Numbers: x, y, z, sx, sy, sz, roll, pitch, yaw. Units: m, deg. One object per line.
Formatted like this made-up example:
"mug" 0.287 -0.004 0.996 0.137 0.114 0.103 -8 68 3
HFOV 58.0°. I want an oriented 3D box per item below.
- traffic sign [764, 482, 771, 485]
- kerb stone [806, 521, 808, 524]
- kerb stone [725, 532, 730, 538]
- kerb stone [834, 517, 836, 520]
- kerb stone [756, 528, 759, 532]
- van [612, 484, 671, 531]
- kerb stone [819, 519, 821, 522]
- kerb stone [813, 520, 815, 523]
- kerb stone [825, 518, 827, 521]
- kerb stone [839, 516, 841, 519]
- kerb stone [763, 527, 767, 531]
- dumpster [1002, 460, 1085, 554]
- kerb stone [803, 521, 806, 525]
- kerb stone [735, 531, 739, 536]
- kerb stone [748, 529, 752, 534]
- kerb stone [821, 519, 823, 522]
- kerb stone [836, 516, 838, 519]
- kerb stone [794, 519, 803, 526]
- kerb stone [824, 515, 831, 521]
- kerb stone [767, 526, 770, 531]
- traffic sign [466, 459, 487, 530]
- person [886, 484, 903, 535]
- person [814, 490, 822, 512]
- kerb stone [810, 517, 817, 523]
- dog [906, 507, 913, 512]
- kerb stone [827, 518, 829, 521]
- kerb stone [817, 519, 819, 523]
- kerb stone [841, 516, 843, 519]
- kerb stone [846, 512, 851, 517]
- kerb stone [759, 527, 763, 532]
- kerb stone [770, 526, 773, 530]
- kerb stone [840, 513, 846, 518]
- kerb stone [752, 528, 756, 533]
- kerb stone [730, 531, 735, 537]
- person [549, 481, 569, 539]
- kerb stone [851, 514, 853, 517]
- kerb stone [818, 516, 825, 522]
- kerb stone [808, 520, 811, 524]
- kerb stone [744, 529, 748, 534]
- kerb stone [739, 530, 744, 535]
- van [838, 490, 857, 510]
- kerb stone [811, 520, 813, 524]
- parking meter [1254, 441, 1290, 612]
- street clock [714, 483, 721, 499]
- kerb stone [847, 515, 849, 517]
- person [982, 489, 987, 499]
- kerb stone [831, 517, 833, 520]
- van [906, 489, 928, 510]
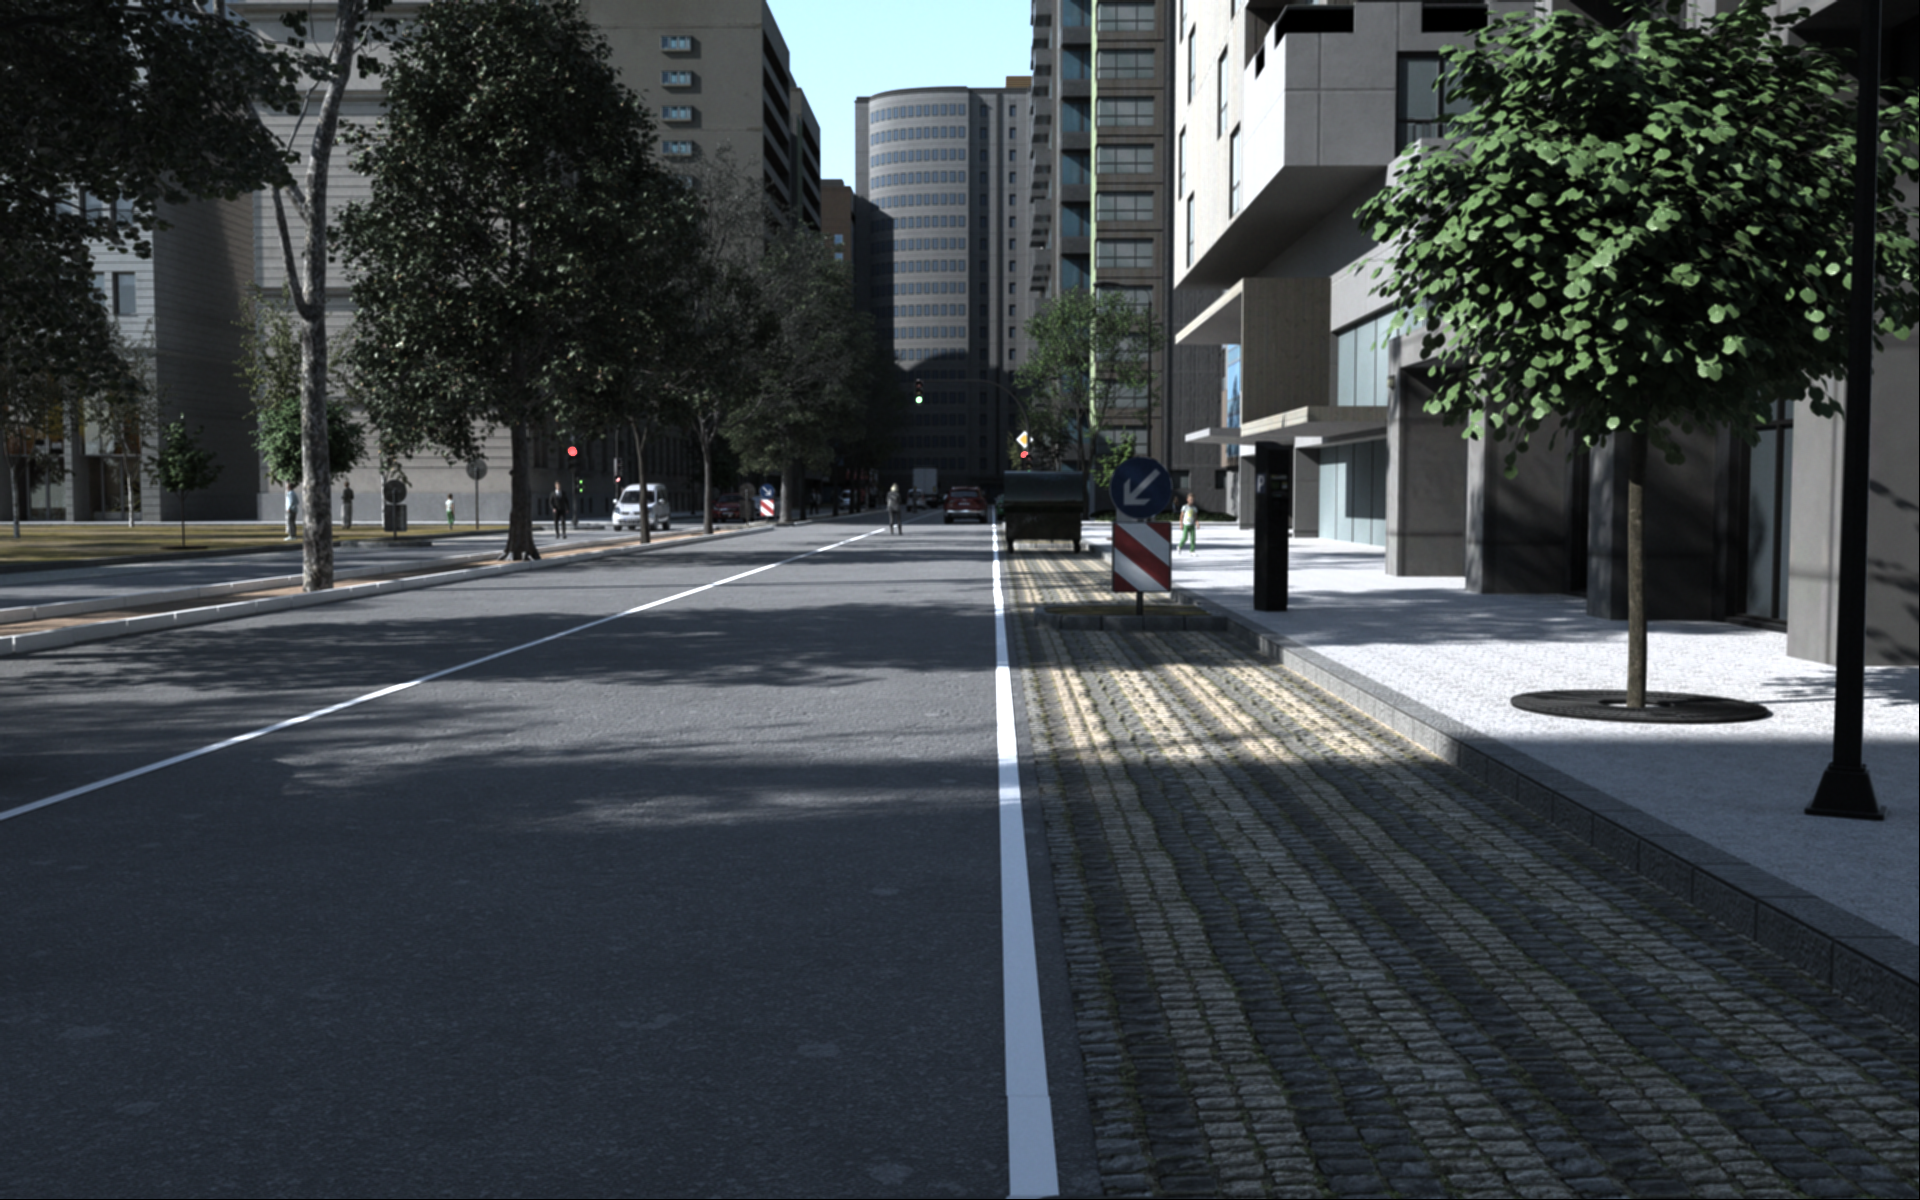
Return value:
"traffic sign" -15.815 -8.582 142.441 0.606 2.300 0.079 0 4 2
"kerb stone" -7.341 -3.605 81.203 0.120 0.150 1.000 0 4 1
"kerb stone" -7.793 -2.133 57.102 0.120 0.150 1.000 0 4 1
"kerb stone" -7.078 -4.486 95.544 0.120 0.150 1.000 0 4 1
"kerb stone" -7.667 -2.573 64.273 0.120 0.150 1.000 0 4 1
"van" -12.541 -3.749 68.312 2.013 2.044 4.112 0 4 1
"kerb stone" -7.232 -3.984 87.361 0.120 0.150 1.000 0 4 1
"kerb stone" -7.290 -3.797 84.282 0.120 0.150 1.000 0 4 1
"kerb stone" -7.170 -4.169 90.433 0.120 0.150 1.000 0 4 1
"kerb stone" -7.015 -4.674 98.622 0.120 0.150 1.000 0 4 1
"kerb stone" -7.627 -2.699 66.320 0.120 0.150 1.000 0 4 1
"dumpster" 2.016 -2.257 41.849 1.985 2.255 1.502 0 4 3
"kerb stone" -7.366 -3.546 80.175 0.120 0.150 1.000 0 4 1
"kerb stone" -7.757 -2.255 59.151 0.120 0.150 1.000 0 4 1
"kerb stone" -7.701 -2.448 62.215 0.120 0.150 1.000 0 4 1
"kerb stone" -7.211 -4.046 88.383 0.120 0.150 1.000 0 4 1
"kerb stone" -7.067 -4.541 96.567 0.120 0.150 1.000 0 4 1
"kerb stone" -7.386 -3.482 79.144 0.120 0.150 1.000 0 4 1
"kerb stone" -7.135 -4.297 92.477 0.120 0.150 1.000 0 4 1
"kerb stone" -7.606 -2.760 67.343 0.120 0.150 1.000 0 4 1
"traffic sign" -17.341 -3.795 62.155 0.768 2.556 0.104 0 4 5
"person" -2.309 -3.185 60.753 0.537 1.800 0.526 1 4 20
"person" -11.690 -8.139 142.322 0.760 1.731 0.466 2 4 31
"kerb stone" -7.279 -3.860 85.307 0.120 0.150 1.000 0 4 1
"dog" -4.068 -7.311 139.726 0.550 0.427 0.748 -1 4 -21
"kerb stone" -7.155 -4.234 91.455 0.120 0.150 1.000 0 4 1
"kerb stone" -7.245 -3.921 86.335 0.120 0.150 1.000 0 4 1
"kerb stone" -7.001 -4.731 99.645 0.120 0.150 1.000 0 4 1
"kerb stone" -6.885 -5.113 105.785 0.120 0.150 1.000 0 4 1
"kerb stone" -7.643 -2.636 65.295 0.120 0.150 1.000 0 4 1
"kerb stone" -7.587 -2.816 68.365 0.120 0.150 1.000 0 4 1
"kerb stone" -6.964 -4.862 101.689 0.120 0.150 1.000 0 4 1
"kerb stone" -7.678 -2.505 63.243 0.120 0.150 1.000 0 4 1
"kerb stone" -7.784 -2.196 58.129 0.120 0.150 1.000 0 4 1
"person" -12.844 -2.896 55.626 0.659 1.850 0.755 -1 4 -20
"kerb stone" -6.865 -5.175 106.816 0.120 0.150 1.000 0 4 1
"kerb stone" -7.198 -4.111 89.409 0.120 0.150 1.000 0 4 1
"kerb stone" -7.324 -3.671 82.232 0.120 0.150 1.000 0 4 1
"kerb stone" -7.721 -2.385 61.194 0.120 0.150 1.000 0 4 1
"kerb stone" -7.740 -2.318 60.172 0.120 0.150 1.000 0 4 1
"van" -10.294 -9.414 160.923 2.013 2.044 4.112 0 4 0
"kerb stone" -7.312 -3.735 83.254 0.120 0.150 1.000 0 4 1
"parking meter" 3.423 -0.814 19.024 0.255 1.863 0.399 -1 4 -16
"street clock" -16.336 -6.852 116.600 0.471 2.002 0.358 -1 4 -16
"kerb stone" -6.926 -4.986 103.739 0.120 0.150 1.000 0 4 1
"person" 2.006 -8.411 145.976 0.822 1.834 0.622 -2 4 -26
"kerb stone" -7.116 -4.361 93.500 0.120 0.150 1.000 0 4 1
"van" -3.933 -9.133 156.338 2.013 2.044 4.112 0 4 2
